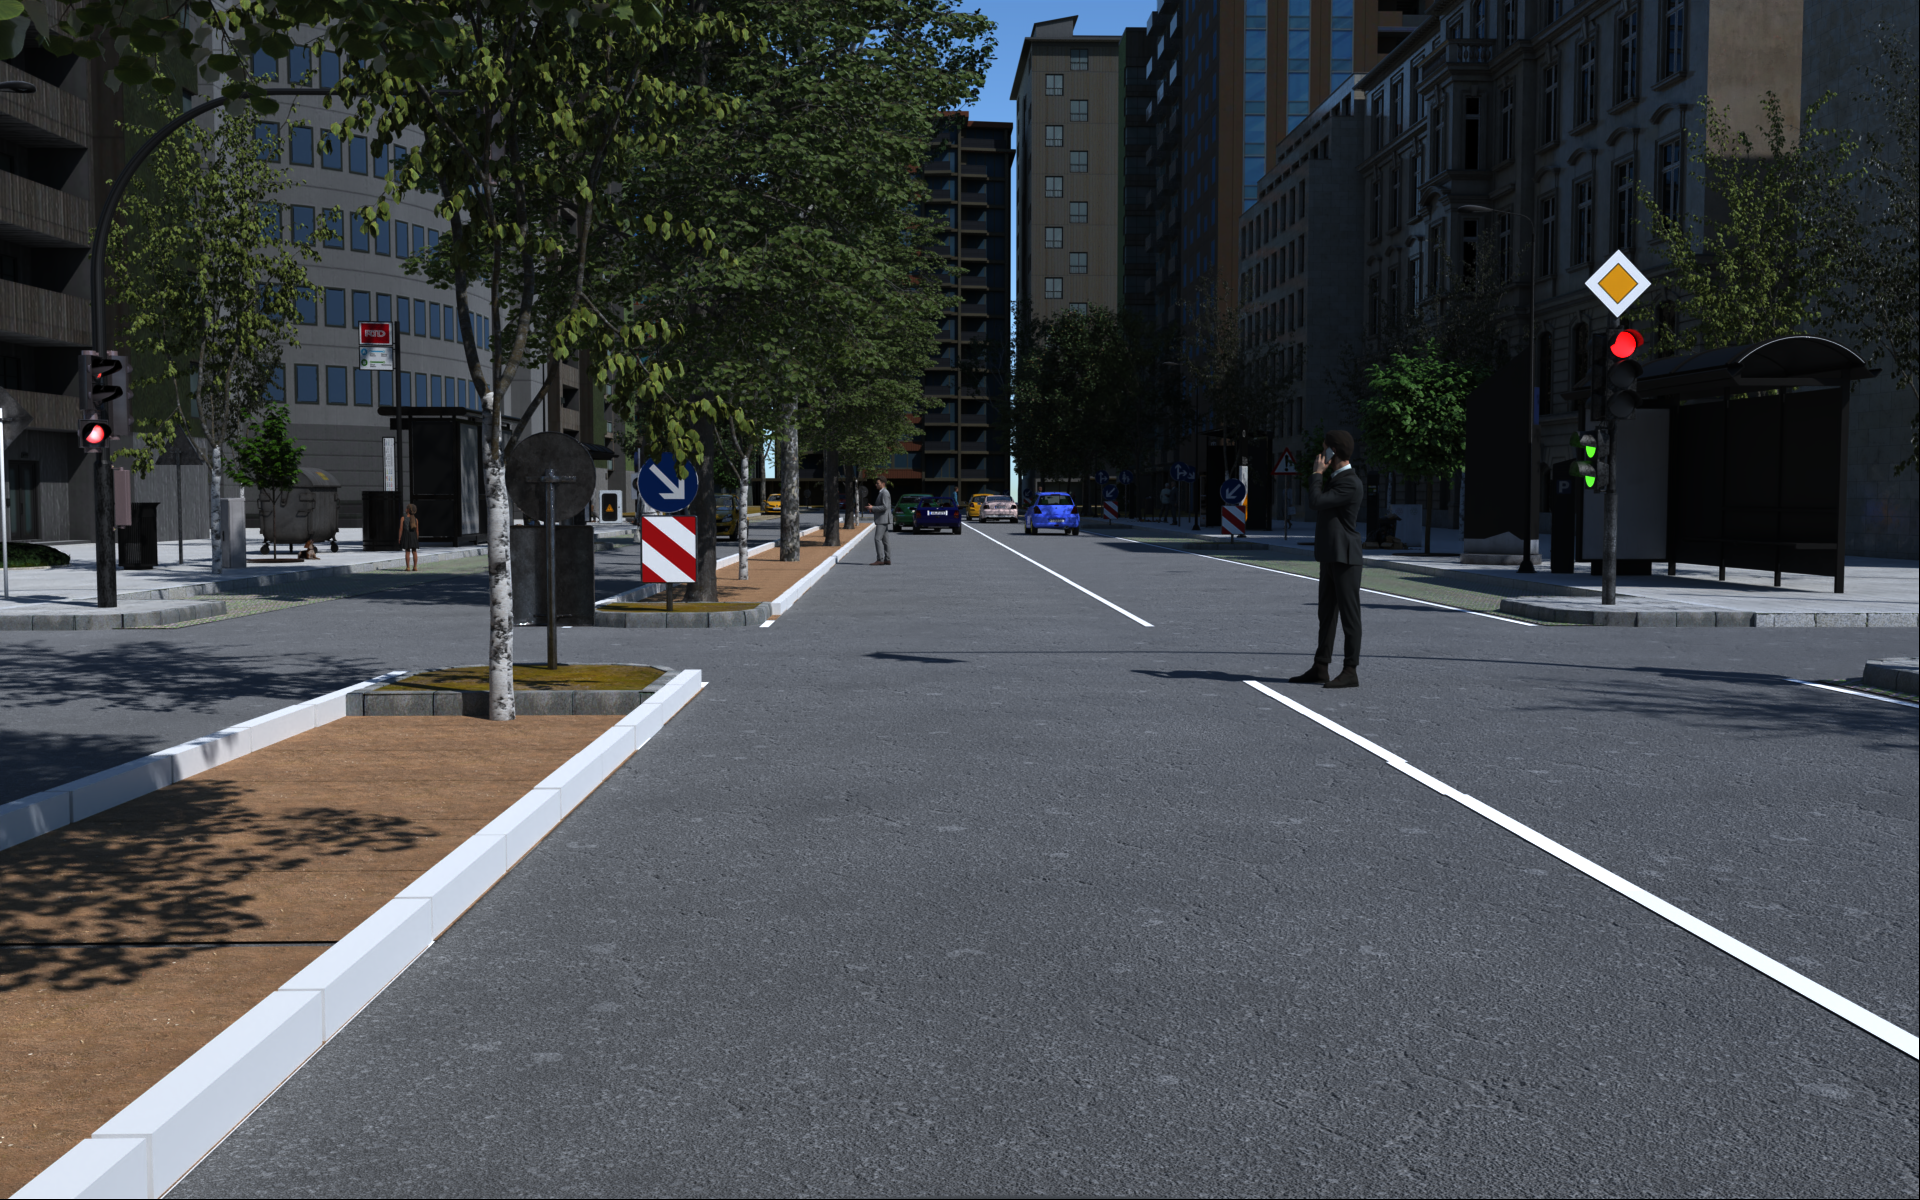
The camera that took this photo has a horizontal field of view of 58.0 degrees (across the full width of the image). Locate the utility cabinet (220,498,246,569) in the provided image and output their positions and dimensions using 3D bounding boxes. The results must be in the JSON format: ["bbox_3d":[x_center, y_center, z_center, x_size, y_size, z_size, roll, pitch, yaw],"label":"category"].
[{"bbox_3d":[-12.779,-1.167,30.245,0.306,1.237,1.020,-3,4,-39],"label":"utility cabinet"}]

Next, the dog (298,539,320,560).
[{"bbox_3d":[-12.804,-1.005,34.160,0.550,0.427,0.748,0,4,-3],"label":"dog"}]

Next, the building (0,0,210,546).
[{"bbox_3d":[-28.448,-16.529,41.956,14.160,30.474,14.107,0,4,-2],"label":"building"}]

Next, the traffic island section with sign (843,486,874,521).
[{"bbox_3d":[-5.365,-5.287,94.574,2.006,1.907,1.989,0,4,-2],"label":"traffic island section with sign"}]

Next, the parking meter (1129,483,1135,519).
[{"bbox_3d":[8.909,-5.142,89.786,0.255,1.863,0.399,0,4,3],"label":"parking meter"}]

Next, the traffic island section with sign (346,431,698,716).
[{"bbox_3d":[-2.977,-0.240,12.063,2.006,1.907,1.989,0,4,-2],"label":"traffic island section with sign"}]

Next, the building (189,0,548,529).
[{"bbox_3d":[-31.746,-32.619,75.313,21.231,58.520,28.212,0,4,-2],"label":"building"}]

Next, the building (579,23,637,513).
[{"bbox_3d":[-29.803,-26.406,115.336,14.154,41.232,14.086,0,4,-2],"label":"building"}]

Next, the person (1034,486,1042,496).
[{"bbox_3d":[3.705,-4.442,81.312,0.419,1.800,0.721,3,5,42],"label":"person"}]

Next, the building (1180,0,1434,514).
[{"bbox_3d":[22.199,-28.193,111.061,14.600,45.320,14.200,0,4,-2],"label":"building"}]

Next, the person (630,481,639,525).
[{"bbox_3d":[-13.172,-3.994,71.118,0.755,1.850,0.659,0,4,-6],"label":"person"}]

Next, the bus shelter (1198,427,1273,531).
[{"bbox_3d":[10.019,-4.407,63.339,1.731,3.624,6.357,0,4,-2],"label":"bus shelter"}]

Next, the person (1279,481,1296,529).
[{"bbox_3d":[12.113,-3.518,63.920,0.624,1.780,0.694,-2,4,-26],"label":"person"}]

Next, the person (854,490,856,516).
[{"bbox_3d":[-6.543,-6.214,110.892,0.721,1.735,1.217,0,4,3],"label":"person"}]

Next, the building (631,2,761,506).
[{"bbox_3d":[-38.381,-53.924,194.320,31.000,86.520,22.319,0,4,-2],"label":"building"}]

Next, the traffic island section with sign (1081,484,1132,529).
[{"bbox_3d":[6.056,-3.871,71.911,1.989,1.847,2.006,0,4,-2],"label":"traffic island section with sign"}]

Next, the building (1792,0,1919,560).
[{"bbox_3d":[26.951,-10.897,32.923,16.860,20.320,10.420,0,4,-2],"label":"building"}]

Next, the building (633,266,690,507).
[{"bbox_3d":[-38.041,-18.505,147.588,28.899,21.520,27.650,0,4,-2],"label":"building"}]

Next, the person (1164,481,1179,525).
[{"bbox_3d":[8.762,-3.999,71.604,0.590,1.801,0.661,-2,4,-24],"label":"person"}]

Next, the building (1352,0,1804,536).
[{"bbox_3d":[23.732,-14.815,61.309,14.460,24.649,34.723,0,4,-2],"label":"building"}]

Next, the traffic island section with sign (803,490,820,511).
[{"bbox_3d":[-13.125,-8.626,149.655,1.989,1.847,2.006,0,4,-2],"label":"traffic island section with sign"}]

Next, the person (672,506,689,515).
[{"bbox_3d":[-6.661,-1.976,41.235,0.576,1.772,0.534,1,4,17],"label":"person"}]

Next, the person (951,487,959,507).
[{"bbox_3d":[-0.292,-4.547,83.180,0.444,1.785,0.601,-1,4,-15],"label":"person"}]

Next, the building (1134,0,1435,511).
[{"bbox_3d":[26.467,-31.444,133.721,23.786,49.044,30.456,0,4,-2],"label":"building"}]

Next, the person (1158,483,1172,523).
[{"bbox_3d":[9.219,-4.310,76.999,0.782,1.767,0.515,3,4,36],"label":"person"}]

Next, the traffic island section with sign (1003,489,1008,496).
[{"bbox_3d":[3.841,-8.572,148.773,1.989,1.847,2.006,0,4,-2],"label":"traffic island section with sign"}]

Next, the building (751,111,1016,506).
[{"bbox_3d":[-8.494,-33.212,197.646,28.867,44.769,22.147,0,4,-2],"label":"building"}]

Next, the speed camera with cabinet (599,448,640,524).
[{"bbox_3d":[-14.507,-4.905,74.527,2.038,3.252,0.660,-1,4,-10],"label":"speed camera with cabinet"}]

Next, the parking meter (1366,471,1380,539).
[{"bbox_3d":[10.308,-2.295,43.233,0.255,1.863,0.399,1,4,22],"label":"parking meter"}]

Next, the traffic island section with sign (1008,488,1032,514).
[{"bbox_3d":[4.610,-6.924,121.829,1.989,1.847,2.006,0,4,-2],"label":"traffic island section with sign"}]

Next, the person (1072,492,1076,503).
[{"bbox_3d":[11.505,-10.062,174.477,0.415,1.643,0.593,-1,4,-9],"label":"person"}]

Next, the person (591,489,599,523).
[{"bbox_3d":[-16.567,-4.402,78.135,0.853,1.813,0.709,-1,4,-22],"label":"person"}]

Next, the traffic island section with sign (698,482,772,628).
[{"bbox_3d":[-3.182,-0.693,19.467,2.006,1.907,1.989,0,4,-2],"label":"traffic island section with sign"}]

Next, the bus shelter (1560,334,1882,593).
[{"bbox_3d":[10.583,-1.884,24.730,2.014,3.302,5.546,0,4,-2],"label":"bus shelter"}]

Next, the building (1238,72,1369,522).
[{"bbox_3d":[20.757,-14.226,87.347,10.420,20.320,16.860,0,4,-2],"label":"building"}]

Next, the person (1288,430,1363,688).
[{"bbox_3d":[2.750,-0.306,12.870,0.474,1.900,0.648,0,4,-2],"label":"person"}]

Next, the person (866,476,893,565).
[{"bbox_3d":[-1.650,-1.605,34.934,0.583,1.804,0.606,-1,4,-11],"label":"person"}]

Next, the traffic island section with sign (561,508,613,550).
[{"bbox_3d":[-10.087,-2.223,44.971,1.989,1.847,2.006,0,4,-2],"label":"traffic island section with sign"}]

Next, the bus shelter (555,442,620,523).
[{"bbox_3d":[-14.833,-4.533,68.035,2.014,3.302,5.546,0,4,-2],"label":"bus shelter"}]

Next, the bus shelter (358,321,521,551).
[{"bbox_3d":[-12.925,-3.994,42.939,2.179,5.291,8.768,0,4,-2],"label":"bus shelter"}]

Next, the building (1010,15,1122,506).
[{"bbox_3d":[20.252,-37.390,200.562,27.495,52.752,28.713,0,4,-2],"label":"building"}]

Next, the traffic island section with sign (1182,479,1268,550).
[{"bbox_3d":[6.840,-2.223,44.967,1.989,1.847,2.006,0,4,-2],"label":"traffic island section with sign"}]

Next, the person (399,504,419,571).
[{"bbox_3d":[-10.190,-1.153,32.013,0.362,1.253,0.373,-2,4,-32],"label":"person"}]

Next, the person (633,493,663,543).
[{"bbox_3d":[-6.223,-1.595,34.939,0.694,1.780,0.624,0,4,7],"label":"person"}]

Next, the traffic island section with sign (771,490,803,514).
[{"bbox_3d":[-12.303,-6.922,121.809,1.989,1.847,2.006,0,4,-2],"label":"traffic island section with sign"}]

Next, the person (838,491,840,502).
[{"bbox_3d":[-7.525,-6.009,107.272,0.721,1.766,1.217,0,4,1],"label":"person"}]

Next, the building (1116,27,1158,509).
[{"bbox_3d":[20.979,-28.896,156.039,14.154,41.232,14.086,0,4,-2],"label":"building"}]

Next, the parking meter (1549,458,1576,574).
[{"bbox_3d":[9.751,-1.367,28.055,0.399,1.863,0.255,1,4,17],"label":"parking meter"}]

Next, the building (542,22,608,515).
[{"bbox_3d":[-29.082,-20.178,101.610,14.160,30.474,14.107,0,4,-2],"label":"building"}]
